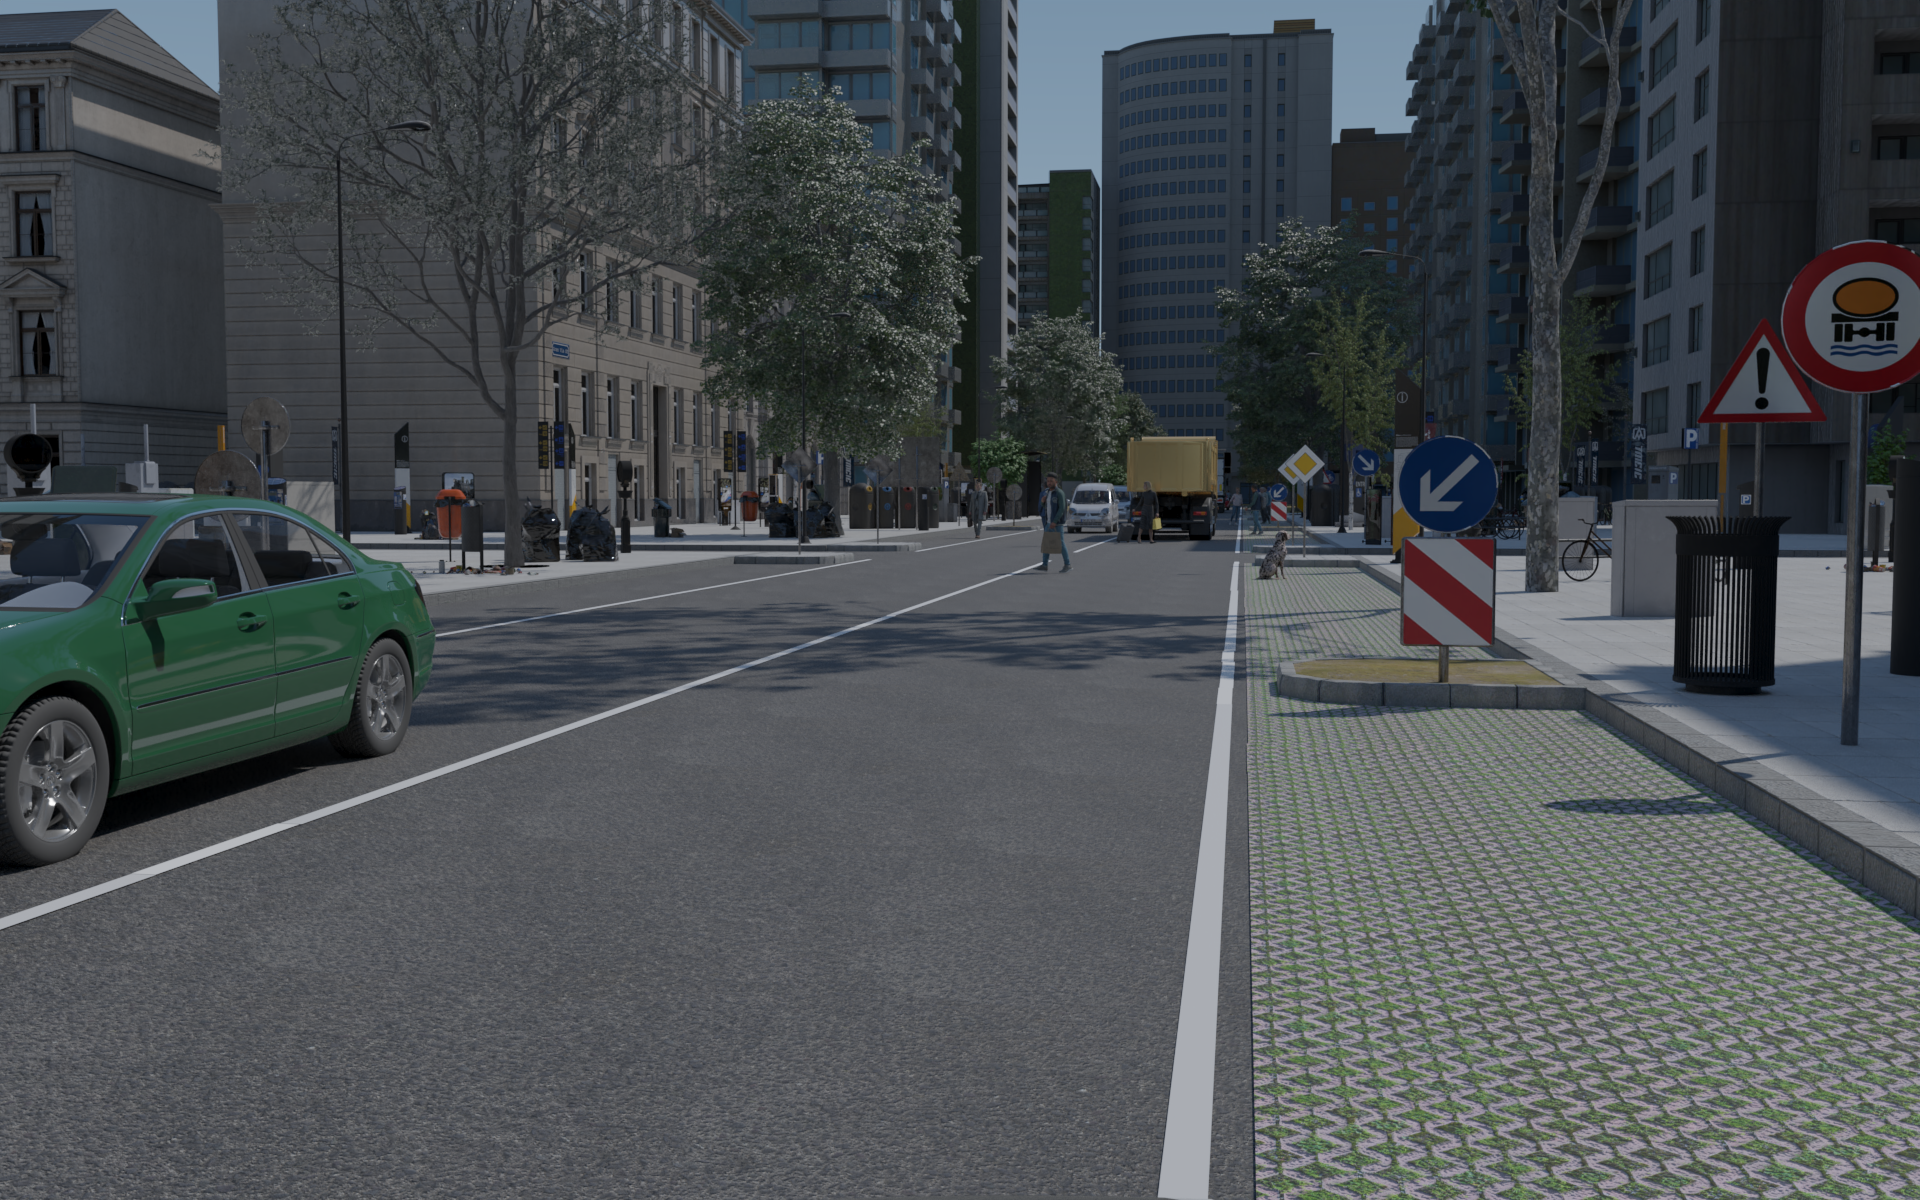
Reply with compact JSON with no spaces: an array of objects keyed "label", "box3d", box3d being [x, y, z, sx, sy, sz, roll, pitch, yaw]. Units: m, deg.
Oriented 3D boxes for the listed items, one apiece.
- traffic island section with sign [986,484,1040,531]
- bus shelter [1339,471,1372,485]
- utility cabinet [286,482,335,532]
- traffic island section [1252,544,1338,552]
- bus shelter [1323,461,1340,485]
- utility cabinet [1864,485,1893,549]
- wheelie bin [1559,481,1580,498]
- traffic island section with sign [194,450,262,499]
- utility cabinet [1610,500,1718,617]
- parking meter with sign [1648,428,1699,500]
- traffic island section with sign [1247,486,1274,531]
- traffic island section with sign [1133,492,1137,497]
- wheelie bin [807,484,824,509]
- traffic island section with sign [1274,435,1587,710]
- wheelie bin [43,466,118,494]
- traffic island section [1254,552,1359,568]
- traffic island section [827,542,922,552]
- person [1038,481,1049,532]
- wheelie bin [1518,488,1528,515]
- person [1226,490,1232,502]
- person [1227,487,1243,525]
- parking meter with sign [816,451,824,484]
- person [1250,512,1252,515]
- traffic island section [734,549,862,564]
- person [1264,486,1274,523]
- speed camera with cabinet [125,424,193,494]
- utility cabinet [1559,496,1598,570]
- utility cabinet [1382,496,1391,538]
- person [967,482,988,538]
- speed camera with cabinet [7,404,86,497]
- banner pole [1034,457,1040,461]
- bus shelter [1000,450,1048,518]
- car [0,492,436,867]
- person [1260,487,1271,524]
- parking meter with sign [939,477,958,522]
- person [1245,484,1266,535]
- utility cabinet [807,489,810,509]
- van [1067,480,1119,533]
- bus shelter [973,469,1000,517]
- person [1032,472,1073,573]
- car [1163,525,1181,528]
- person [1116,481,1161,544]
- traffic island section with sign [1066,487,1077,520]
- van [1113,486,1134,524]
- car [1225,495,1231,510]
[{"label":"traffic island section with sign","box3d":[2.153,-3.683,68.843,1.989,1.847,2.006,1,4,9]},{"label":"bus shelter","box3d":[20.059,-5.945,88.484,1.731,3.624,6.357,1,4,9]},{"label":"utility cabinet","box3d":[-11.769,-1.372,31.104,0.318,1.500,1.173,1,4,22]},{"label":"traffic island section","box3d":[8.267,-1.262,42.917,2.009,0.180,2.903,1,4,9]},{"label":"bus shelter","box3d":[23.453,-7.028,108.829,2.014,3.302,5.546,1,4,9]},{"label":"utility cabinet","box3d":[21.085,-1.922,40.101,1.173,1.500,0.318,-2,4,-27]},{"label":"wheelie bin","box3d":[14.323,-2.052,41.452,0.980,1.594,0.693,1,4,22]},{"label":"traffic island section with sign","box3d":[-6.638,-0.386,14.938,1.989,1.847,2.006,1,4,9]},{"label":"utility cabinet","box3d":[7.390,-0.431,18.203,1.020,1.237,0.306,0,4,-6]},{"label":"parking meter with sign","box3d":[18.943,-3.081,46.643,0.543,3.016,1.738,-2,4,-27]},{"label":"traffic island section with sign","box3d":[12.247,-3.585,67.236,1.989,1.847,2.006,1,4,9]},{"label":"traffic island section with sign","box3d":[14.575,-8.343,145.032,1.989,1.847,2.006,1,4,9]},{"label":"wheelie bin","box3d":[-4.589,-2.978,56.603,0.693,1.594,0.980,3,4,36]},{"label":"traffic island section with sign","box3d":[3.312,-0.236,12.493,1.989,1.847,2.006,1,4,9]},{"label":"wheelie bin","box3d":[-9.817,-0.704,19.413,0.980,1.594,0.693,-1,4,-18]},{"label":"traffic island section","box3d":[6.982,-0.780,35.036,2.009,0.180,2.903,1,4,9]},{"label":"traffic island section","box3d":[-2.137,-1.366,44.612,2.009,0.180,2.903,1,4,9]},{"label":"person","box3d":[2.437,-2.374,47.497,0.721,1.800,0.419,-2,4,-35]},{"label":"wheelie bin","box3d":[29.617,-5.071,90.813,0.693,1.594,0.980,1,4,20]},{"label":"person","box3d":[27.656,-10.404,178.591,1.348,1.826,0.705,-1,4,-18]},{"label":"person","box3d":[12.588,-4.310,79.635,0.731,1.740,0.598,-2,4,-24]},{"label":"parking meter with sign","box3d":[-5.393,-4.564,70.875,0.543,3.016,1.738,1,4,11]},{"label":"person","box3d":[19.348,-6.185,113.873,0.306,1.304,0.590,-3,5,-42]},{"label":"traffic island section","box3d":[-3.422,-0.884,36.731,2.009,0.180,2.903,1,4,9]},{"label":"person","box3d":[15.055,-4.656,84.647,0.620,1.820,0.660,-2,4,-34]},{"label":"speed camera with cabinet","box3d":[-23.077,-3.402,49.959,0.660,3.252,2.038,1,4,18]},{"label":"utility cabinet","box3d":[10.167,-1.110,29.306,1.020,1.237,0.306,1,4,9]},{"label":"utility cabinet","box3d":[12.737,-2.408,50.537,1.020,1.237,0.306,3,4,38]},{"label":"person","box3d":[0.555,-2.896,55.953,0.694,1.812,0.767,1,4,22]},{"label":"speed camera with cabinet","box3d":[-20.245,-2.717,38.752,0.660,3.252,2.038,1,4,21]},{"label":"banner pole","box3d":[4.714,-7.131,106.608,0.401,3.779,0.863,2,4,32]},{"label":"bus shelter","box3d":[3.625,-6.356,95.199,1.731,3.624,6.357,1,4,9]},{"label":"car","box3d":[-4.202,0.217,8.257,2.131,1.459,4.920,0,4,7]},{"label":"person","box3d":[14.484,-4.529,83.031,0.515,1.767,0.782,-3,5,-43]},{"label":"parking meter with sign","box3d":[-0.895,-5.070,79.161,1.738,3.016,0.543,2,4,35]},{"label":"person","box3d":[10.357,-3.169,60.664,0.721,1.781,0.623,1,4,12]},{"label":"utility cabinet","box3d":[-6.537,-4.401,80.633,1.173,1.500,0.318,-1,4,-10]},{"label":"van","box3d":[4.969,-3.519,64.540,2.013,2.044,4.112,1,4,10]},{"label":"bus shelter","box3d":[2.080,-6.738,101.441,1.731,3.624,6.357,1,4,9]},{"label":"person","box3d":[1.704,-1.396,31.311,0.713,1.824,0.794,-1,4,-11]},{"label":"car","box3d":[8.051,-3.254,65.572,2.083,1.381,4.827,0,4,7]},{"label":"person","box3d":[5.247,-2.555,50.489,0.699,1.804,1.509,-2,4,-28]},{"label":"traffic island section with sign","box3d":[6.491,-5.310,95.448,1.989,1.847,2.006,1,4,9]},{"label":"van","box3d":[7.573,-4.677,83.484,2.013,2.044,4.112,1,4,8]},{"label":"car","box3d":[22.841,-8.788,152.729,2.155,1.783,4.494,0,4,7]}]
